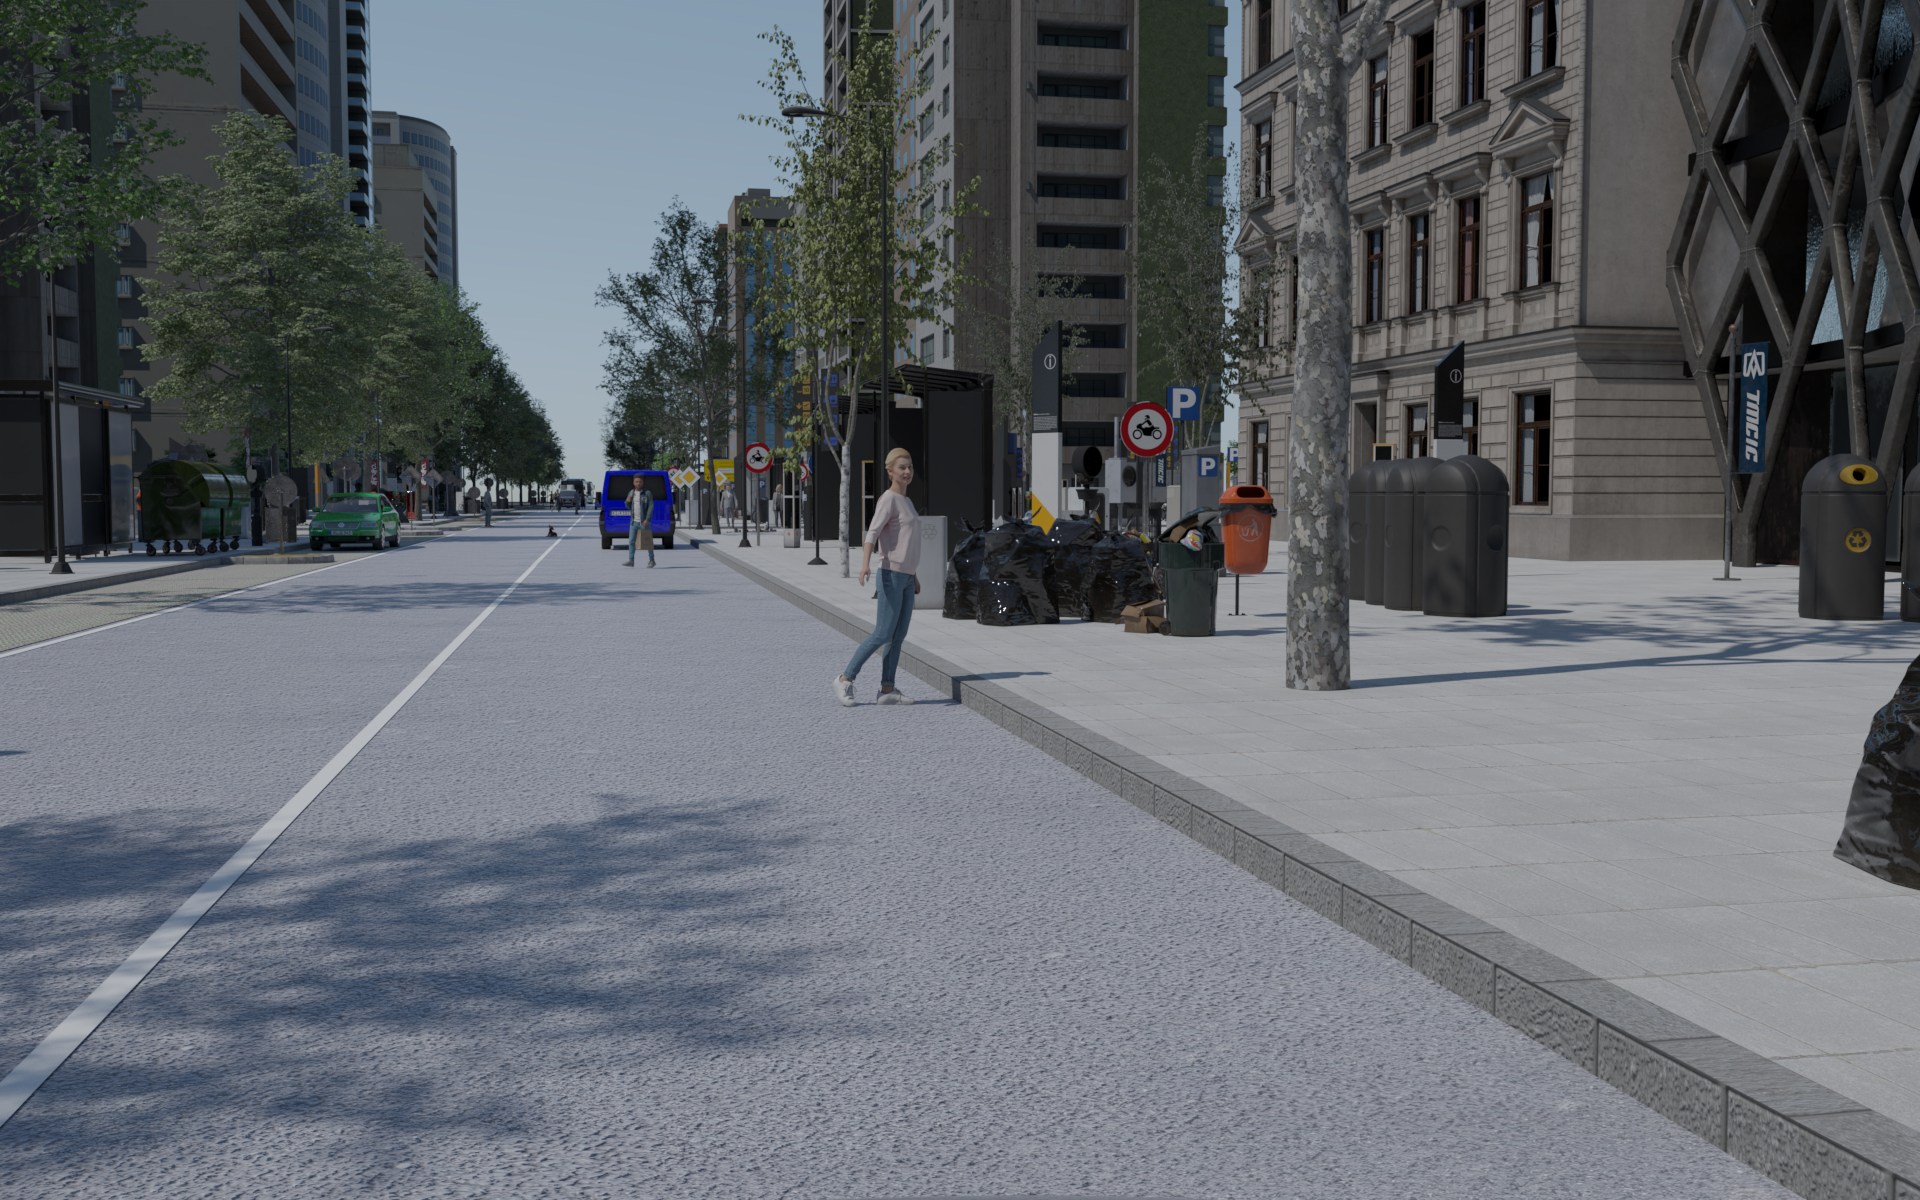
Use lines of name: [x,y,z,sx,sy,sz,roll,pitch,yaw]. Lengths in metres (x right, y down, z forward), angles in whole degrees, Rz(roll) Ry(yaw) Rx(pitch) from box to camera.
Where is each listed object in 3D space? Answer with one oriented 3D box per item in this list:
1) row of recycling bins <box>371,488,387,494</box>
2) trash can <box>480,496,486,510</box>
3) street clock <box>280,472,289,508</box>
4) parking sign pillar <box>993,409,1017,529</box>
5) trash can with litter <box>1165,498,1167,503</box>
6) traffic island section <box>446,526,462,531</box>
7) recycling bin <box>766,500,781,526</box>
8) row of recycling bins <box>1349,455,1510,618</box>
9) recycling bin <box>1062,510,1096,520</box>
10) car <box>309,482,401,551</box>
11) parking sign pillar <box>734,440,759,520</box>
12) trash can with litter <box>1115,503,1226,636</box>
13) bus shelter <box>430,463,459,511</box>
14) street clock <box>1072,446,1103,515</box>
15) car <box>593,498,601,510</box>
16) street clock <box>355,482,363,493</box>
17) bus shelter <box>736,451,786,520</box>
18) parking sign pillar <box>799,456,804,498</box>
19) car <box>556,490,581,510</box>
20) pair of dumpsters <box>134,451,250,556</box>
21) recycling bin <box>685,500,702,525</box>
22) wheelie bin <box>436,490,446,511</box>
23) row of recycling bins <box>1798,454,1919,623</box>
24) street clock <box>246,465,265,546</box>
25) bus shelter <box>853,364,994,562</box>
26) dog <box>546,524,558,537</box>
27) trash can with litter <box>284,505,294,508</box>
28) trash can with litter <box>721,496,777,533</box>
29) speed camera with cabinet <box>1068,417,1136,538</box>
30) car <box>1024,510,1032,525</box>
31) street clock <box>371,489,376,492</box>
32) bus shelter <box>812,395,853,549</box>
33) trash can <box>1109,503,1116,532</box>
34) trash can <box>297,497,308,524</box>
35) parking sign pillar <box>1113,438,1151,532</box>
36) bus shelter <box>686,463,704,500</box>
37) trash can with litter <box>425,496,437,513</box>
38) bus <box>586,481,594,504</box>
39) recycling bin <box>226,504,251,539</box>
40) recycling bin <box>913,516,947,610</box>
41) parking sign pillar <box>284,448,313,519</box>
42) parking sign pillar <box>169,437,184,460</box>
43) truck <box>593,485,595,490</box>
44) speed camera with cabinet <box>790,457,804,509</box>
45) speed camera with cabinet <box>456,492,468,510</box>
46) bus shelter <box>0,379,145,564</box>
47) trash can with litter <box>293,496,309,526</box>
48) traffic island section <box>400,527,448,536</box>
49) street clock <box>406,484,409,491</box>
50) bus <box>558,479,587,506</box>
row of recycling bins: [-41.219,-6.973,121.118,3.534,1.692,1.069,3,4,37]
trash can: [-37.344,-7.609,136.063,0.748,1.137,0.748,0,3,0]
street clock: [-22.344,-3.215,57.130,0.471,2.002,0.358,2,4,34]
parking sign pillar: [1.444,-4.097,55.464,1.447,3.967,1.447,-1,4,-12]
trash can with litter: [7.718,-3.080,61.749,1.055,1.170,0.624,-3,5,-43]
traffic island section: [-20.662,-2.794,67.970,2.009,0.180,2.903,-1,4,-12]
recycling bin: [-7.460,-3.556,70.693,0.722,1.027,0.722,1,4,17]
row of recycling bins: [5.204,-0.767,19.649,1.069,1.692,3.534,0,4,-4]
recycling bin: [1.683,-0.874,26.838,0.722,1.027,0.722,0,4,-7]
car: [-15.714,-2.219,45.069,1.959,1.807,4.718,-1,4,-10]
parking sign pillar: [-10.653,-6.016,86.841,1.447,3.967,1.447,1,4,14]
trash can with litter: [1.887,-0.270,15.808,1.055,1.170,0.624,3,5,42]
bus shelter: [-39.035,-8.576,131.499,1.731,3.624,6.357,-1,4,-12]
street clock: [1.915,-1.319,26.139,0.358,2.002,0.471,3,5,43]
car: [-32.603,-9.111,158.562,1.945,1.707,3.694,-1,4,-12]
street clock: [-37.431,-6.320,107.895,0.358,2.002,0.471,2,4,28]
bus shelter: [-9.355,-5.372,81.762,2.014,3.302,5.546,-1,4,-12]
parking sign pillar: [-11.535,-8.227,122.984,1.447,3.967,1.447,1,4,18]
car: [-35.433,-9.053,156.694,2.281,1.827,5.304,-1,4,-11]
pair of dumpsters: [-16.636,-2.147,37.603,1.574,2.255,4.437,-1,4,-11]
recycling bin: [-11.047,-3.651,72.242,0.722,1.027,0.722,-1,4,-17]
wheelie bin: [-38.285,-7.340,127.910,0.693,1.594,0.980,0,4,-4]
row of recycling bins: [10.185,-0.609,17.070,3.534,1.692,1.069,3,4,38]
street clock: [-17.292,-2.324,42.562,0.471,2.002,0.358,3,4,36]
bus shelter: [-0.766,-2.640,34.447,1.731,3.624,6.357,-1,4,-12]
dog: [-13.742,-2.315,58.051,0.550,0.427,0.748,0,4,8]
trash can with litter: [-26.372,-3.405,67.056,1.055,1.170,0.624,0,4,2]
trash can with litter: [-7.054,-2.895,58.386,2.233,1.210,1.678,-3,5,-42]
speed camera with cabinet: [3.640,-3.033,43.931,2.038,3.252,0.660,-3,5,-42]
car: [4.804,-3.528,69.678,4.499,1.417,2.014,-1,4,-13]
street clock: [-36.167,-6.256,106.858,0.358,2.002,0.471,1,4,21]
bus shelter: [-2.870,-3.194,43.501,1.731,3.624,6.357,-1,4,-12]
trash can: [4.734,-2.576,53.764,0.748,1.137,0.748,0,3,0]
trash can: [-28.609,-3.869,74.912,0.748,1.137,0.748,0,3,0]
parking sign pillar: [5.788,-4.291,58.626,1.447,3.967,1.447,-3,4,-36]
bus shelter: [-17.666,-7.544,117.275,2.014,3.302,5.546,-1,4,-12]
trash can with litter: [-41.563,-7.616,135.907,0.624,1.170,1.055,0,4,2]
bus: [-53.374,-15.322,245.369,2.948,3.499,13.247,-1,4,-10]
recycling bin: [-20.726,-2.263,49.555,0.722,1.027,0.722,-1,4,-14]
recycling bin: [-0.524,-0.426,19.515,0.722,1.027,0.722,0,4,-4]
parking sign pillar: [-39.042,-6.930,101.773,1.447,3.967,1.447,0,4,5]
parking sign pillar: [-36.637,-5.709,81.816,1.447,3.967,1.447,-1,4,-12]
truck: [-63.075,-18.032,290.752,3.469,3.379,9.791,-1,4,-12]
speed camera with cabinet: [-7.676,-5.586,85.661,2.038,3.252,0.660,2,4,28]
speed camera with cabinet: [-39.881,-8.756,137.497,2.038,3.252,0.660,1,4,20]
bus shelter: [-17.832,-3.386,32.995,2.179,5.291,8.768,-1,4,-11]
trash can with litter: [-26.623,-3.622,70.275,1.678,1.210,2.233,2,4,29]
traffic island section: [-19.057,-2.316,60.147,2.009,0.180,2.903,-1,4,-12]
street clock: [-36.709,-6.772,115.295,0.358,2.002,0.471,-2,4,-26]
bus: [-44.565,-12.544,199.958,2.948,3.499,13.247,-1,4,-10]
